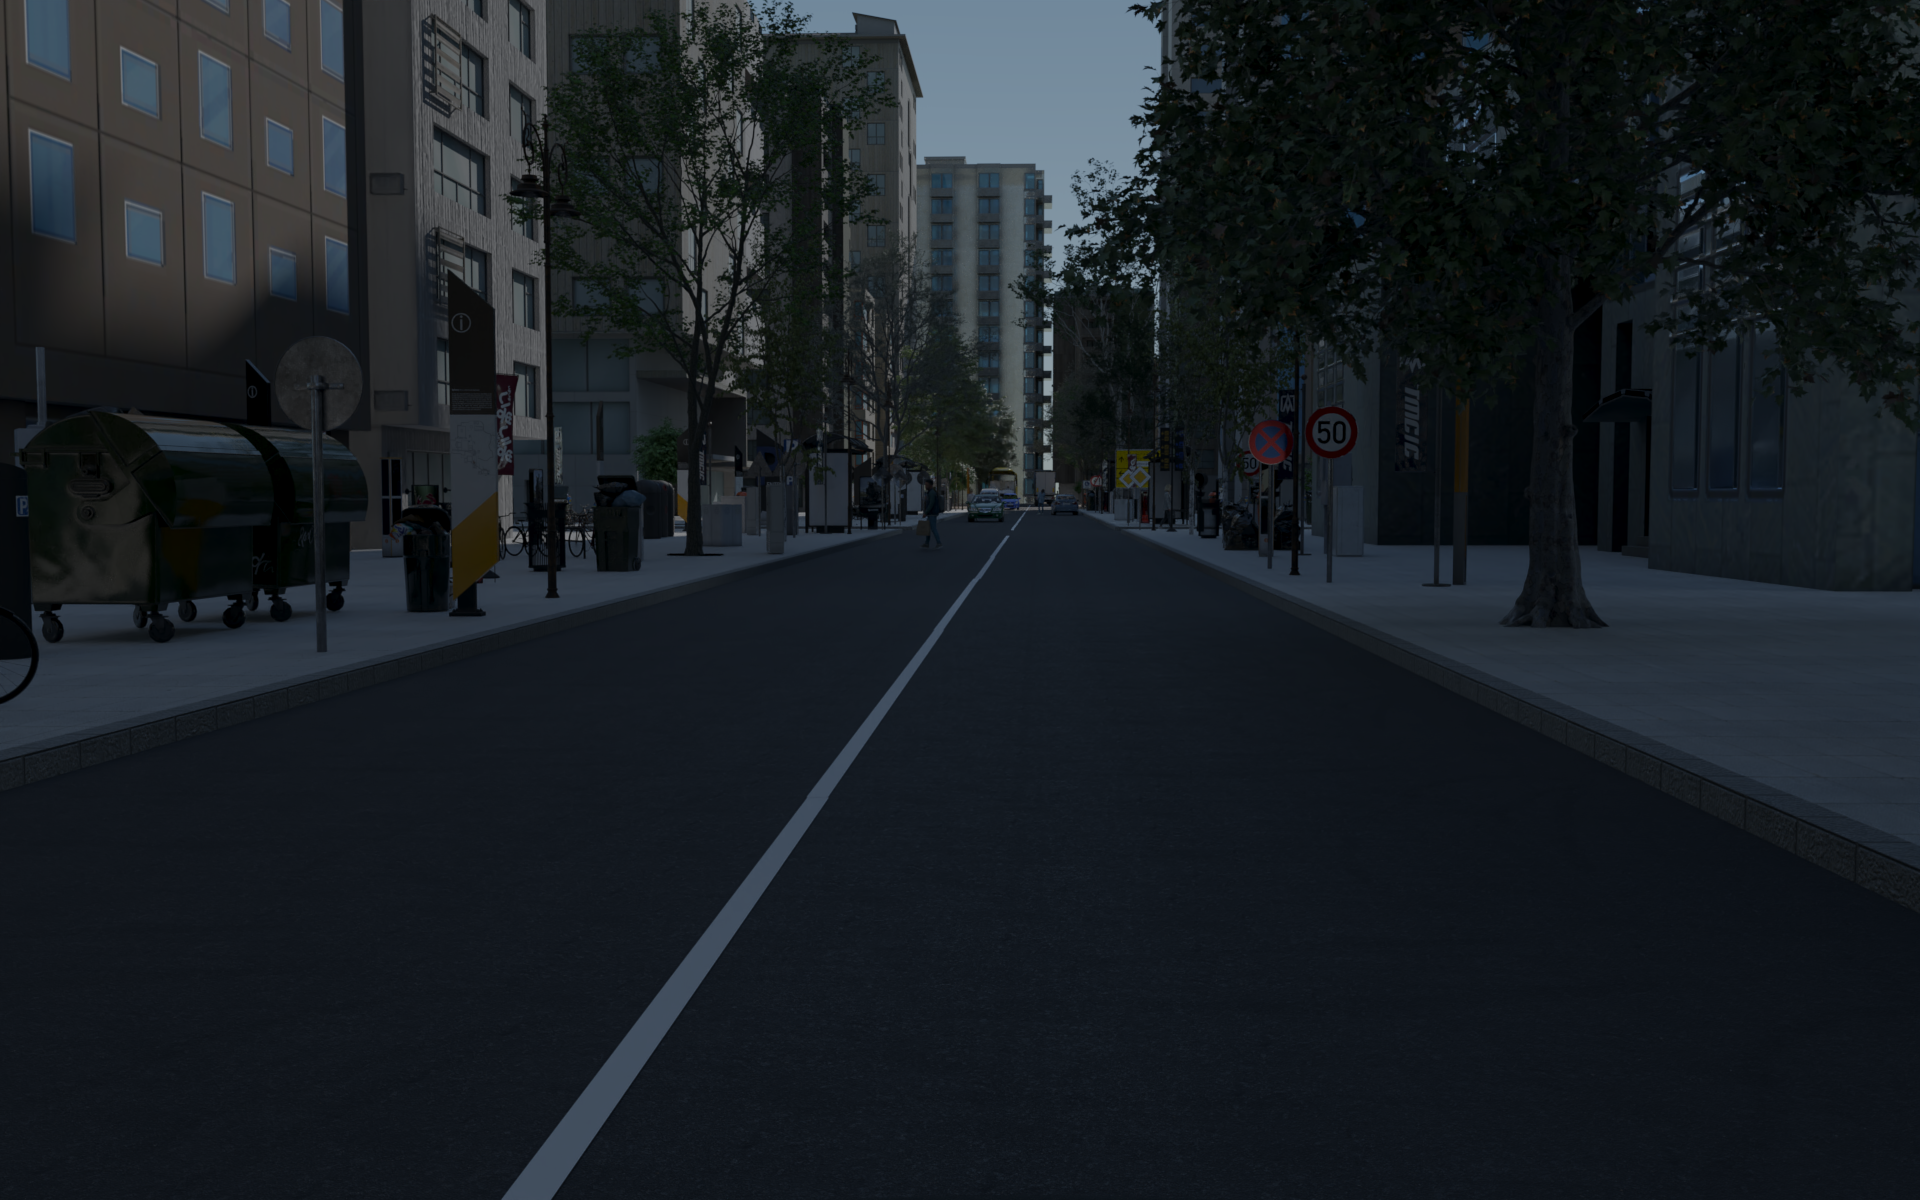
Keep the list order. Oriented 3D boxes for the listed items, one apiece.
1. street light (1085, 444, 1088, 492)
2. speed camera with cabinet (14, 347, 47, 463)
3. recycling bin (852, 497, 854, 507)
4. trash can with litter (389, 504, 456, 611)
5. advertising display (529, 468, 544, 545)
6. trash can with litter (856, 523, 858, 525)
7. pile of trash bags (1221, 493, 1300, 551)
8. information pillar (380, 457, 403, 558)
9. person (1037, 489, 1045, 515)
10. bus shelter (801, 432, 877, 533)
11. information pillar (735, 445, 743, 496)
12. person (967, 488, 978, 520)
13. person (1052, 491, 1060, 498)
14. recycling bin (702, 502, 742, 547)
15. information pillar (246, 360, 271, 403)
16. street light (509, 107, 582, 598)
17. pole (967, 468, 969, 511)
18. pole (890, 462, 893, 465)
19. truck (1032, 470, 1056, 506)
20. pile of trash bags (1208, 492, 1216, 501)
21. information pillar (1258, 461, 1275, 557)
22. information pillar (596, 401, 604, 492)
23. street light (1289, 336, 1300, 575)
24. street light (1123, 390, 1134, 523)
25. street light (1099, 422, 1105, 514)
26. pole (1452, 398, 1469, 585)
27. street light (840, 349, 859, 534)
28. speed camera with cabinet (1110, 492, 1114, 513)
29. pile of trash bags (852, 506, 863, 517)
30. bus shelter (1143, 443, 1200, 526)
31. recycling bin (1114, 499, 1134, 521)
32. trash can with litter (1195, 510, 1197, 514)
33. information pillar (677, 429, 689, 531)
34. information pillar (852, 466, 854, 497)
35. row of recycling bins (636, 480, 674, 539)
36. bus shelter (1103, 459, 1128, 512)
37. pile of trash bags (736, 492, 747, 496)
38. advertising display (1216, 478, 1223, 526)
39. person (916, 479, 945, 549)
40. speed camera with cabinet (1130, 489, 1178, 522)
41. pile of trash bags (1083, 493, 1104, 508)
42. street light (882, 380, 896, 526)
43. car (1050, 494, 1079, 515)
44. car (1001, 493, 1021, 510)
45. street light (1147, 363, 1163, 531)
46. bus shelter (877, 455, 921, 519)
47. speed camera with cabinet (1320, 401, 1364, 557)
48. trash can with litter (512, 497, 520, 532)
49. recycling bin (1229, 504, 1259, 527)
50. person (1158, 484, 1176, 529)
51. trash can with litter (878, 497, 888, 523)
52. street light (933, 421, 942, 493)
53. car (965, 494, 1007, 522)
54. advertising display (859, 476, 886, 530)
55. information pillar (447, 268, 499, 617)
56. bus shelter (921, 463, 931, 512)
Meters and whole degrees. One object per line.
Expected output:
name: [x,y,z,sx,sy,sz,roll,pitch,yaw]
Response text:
street light: [10.624,-10.488,144.259,0.468,5.910,1.993,0,4,3]
speed camera with cabinet: [-12.857,-1.746,22.880,2.038,3.252,0.660,-2,4,-33]
recycling bin: [-8.207,-7.450,134.359,0.722,1.027,0.722,2,4,26]
trash can with litter: [-5.904,-0.475,19.147,0.624,1.170,1.055,-1,4,-8]
advertising display: [-10.682,-2.353,43.687,0.123,1.923,0.974,0,4,0]
trash can with litter: [-5.102,-3.724,71.951,1.678,1.210,2.233,0,4,7]
pile of trash bags: [7.139,-1.902,40.850,1.912,1.369,3.447,1,4,11]
information pillar: [-11.455,-1.861,34.919,0.304,2.012,0.304,2,4,33]
person: [5.654,-6.848,120.727,0.793,1.790,0.793,3,5,41]
bus shelter: [-4.197,-3.986,59.092,2.014,3.302,5.546,0,4,3]
information pillar: [-10.610,-5.606,83.006,0.183,3.616,0.504,3,4,37]
person: [0.786,-5.185,93.944,0.731,1.740,0.598,-2,4,-24]
person: [11.015,-11.442,195.584,1.348,1.824,0.705,1,4,21]
recycling bin: [-5.852,-1.838,42.603,0.722,1.027,0.722,3,4,37]
information pillar: [-12.212,-2.376,30.199,0.504,3.616,0.183,1,4,22]
street light: [-5.037,-2.963,21.226,0.468,5.910,1.993,0,4,3]
pole: [0.638,-8.633,134.997,0.158,3.312,0.155,0,3,0]
pole: [-4.207,-6.897,106.614,0.158,3.312,0.155,0,3,0]
truck: [10.200,-13.473,209.191,2.839,4.237,11.283,0,4,2]
pile of trash bags: [15.599,-5.439,98.672,3.447,1.369,1.912,-2,4,-29]
information pillar: [6.285,-1.897,35.515,0.304,2.012,0.304,1,4,9]
information pillar: [-8.977,-3.175,43.258,0.183,3.616,0.504,0,3,0]
street light: [5.297,-3.330,27.231,0.468,5.910,1.993,0,4,3]
street light: [7.537,-6.393,77.314,0.468,5.910,1.993,0,4,3]
street light: [9.099,-8.446,110.880,0.468,5.910,1.993,0,4,3]
pole: [7.065,-1.869,24.400,0.158,3.312,0.155,0,3,0]
street light: [-3.534,-5.040,55.184,0.468,5.910,1.993,0,4,3]
speed camera with cabinet: [11.046,-7.403,115.379,2.038,3.252,0.660,0,4,-4]
pile of trash bags: [-6.414,-5.270,95.910,3.447,1.369,1.912,1,4,18]
bus shelter: [8.685,-4.731,71.275,2.014,3.302,5.546,0,4,3]
recycling bin: [7.993,-4.389,84.309,0.722,1.027,0.722,3,5,39]
trash can with litter: [14.738,-6.269,113.563,2.233,1.210,1.678,0,4,4]
information pillar: [-9.475,-4.176,59.639,0.504,3.616,0.183,0,4,1]
information pillar: [-8.364,-8.802,135.263,0.504,3.616,0.183,-2,4,-26]
row of recycling bins: [-9.062,-2.673,50.813,1.069,1.692,3.534,0,4,-1]
bus shelter: [10.785,-7.860,119.800,1.731,3.624,6.357,0,4,3]
pile of trash bags: [-8.578,-3.964,74.556,1.912,1.369,3.447,-3,5,-43]
advertising display: [10.534,-3.958,69.932,0.123,1.923,0.974,2,4,26]
person: [-0.774,-2.224,44.854,0.713,1.824,0.794,1,4,18]
speed camera with cabinet: [9.054,-5.244,80.078,2.038,3.252,0.660,0,4,-3]
pile of trash bags: [11.091,-8.012,140.753,1.912,1.369,3.447,-2,4,-31]
street light: [-2.875,-5.964,70.295,0.468,5.910,1.993,0,4,3]
car: [7.144,-6.498,118.247,2.014,1.417,4.499,0,4,1]
car: [4.554,-9.037,157.349,1.945,1.707,3.694,0,4,1]
street light: [6.799,-5.371,60.611,0.468,5.910,1.993,0,4,3]
bus shelter: [-3.388,-5.974,91.598,2.014,3.302,5.546,0,4,3]
speed camera with cabinet: [8.015,-2.567,36.302,0.660,3.252,2.038,0,4,2]
trash can with litter: [-15.845,-2.880,58.143,2.233,1.210,1.678,0,4,7]
recycling bin: [7.302,-1.920,43.939,0.722,1.027,0.722,3,5,39]
person: [7.977,-3.541,66.575,0.728,1.800,0.709,1,4,14]
trash can with litter: [-3.587,-4.033,77.333,1.055,1.170,0.624,0,4,3]
street light: [-1.344,-8.005,103.673,0.468,5.910,1.993,0,4,3]
car: [1.368,-4.771,89.800,2.131,1.459,4.920,0,4,3]
advertising display: [-3.138,-3.491,62.288,0.974,1.923,0.123,0,4,2]
information pillar: [-5.097,-1.636,18.105,0.504,3.616,0.183,0,4,-1]
bus shelter: [-2.976,-6.982,108.087,2.014,3.302,5.546,0,4,3]
